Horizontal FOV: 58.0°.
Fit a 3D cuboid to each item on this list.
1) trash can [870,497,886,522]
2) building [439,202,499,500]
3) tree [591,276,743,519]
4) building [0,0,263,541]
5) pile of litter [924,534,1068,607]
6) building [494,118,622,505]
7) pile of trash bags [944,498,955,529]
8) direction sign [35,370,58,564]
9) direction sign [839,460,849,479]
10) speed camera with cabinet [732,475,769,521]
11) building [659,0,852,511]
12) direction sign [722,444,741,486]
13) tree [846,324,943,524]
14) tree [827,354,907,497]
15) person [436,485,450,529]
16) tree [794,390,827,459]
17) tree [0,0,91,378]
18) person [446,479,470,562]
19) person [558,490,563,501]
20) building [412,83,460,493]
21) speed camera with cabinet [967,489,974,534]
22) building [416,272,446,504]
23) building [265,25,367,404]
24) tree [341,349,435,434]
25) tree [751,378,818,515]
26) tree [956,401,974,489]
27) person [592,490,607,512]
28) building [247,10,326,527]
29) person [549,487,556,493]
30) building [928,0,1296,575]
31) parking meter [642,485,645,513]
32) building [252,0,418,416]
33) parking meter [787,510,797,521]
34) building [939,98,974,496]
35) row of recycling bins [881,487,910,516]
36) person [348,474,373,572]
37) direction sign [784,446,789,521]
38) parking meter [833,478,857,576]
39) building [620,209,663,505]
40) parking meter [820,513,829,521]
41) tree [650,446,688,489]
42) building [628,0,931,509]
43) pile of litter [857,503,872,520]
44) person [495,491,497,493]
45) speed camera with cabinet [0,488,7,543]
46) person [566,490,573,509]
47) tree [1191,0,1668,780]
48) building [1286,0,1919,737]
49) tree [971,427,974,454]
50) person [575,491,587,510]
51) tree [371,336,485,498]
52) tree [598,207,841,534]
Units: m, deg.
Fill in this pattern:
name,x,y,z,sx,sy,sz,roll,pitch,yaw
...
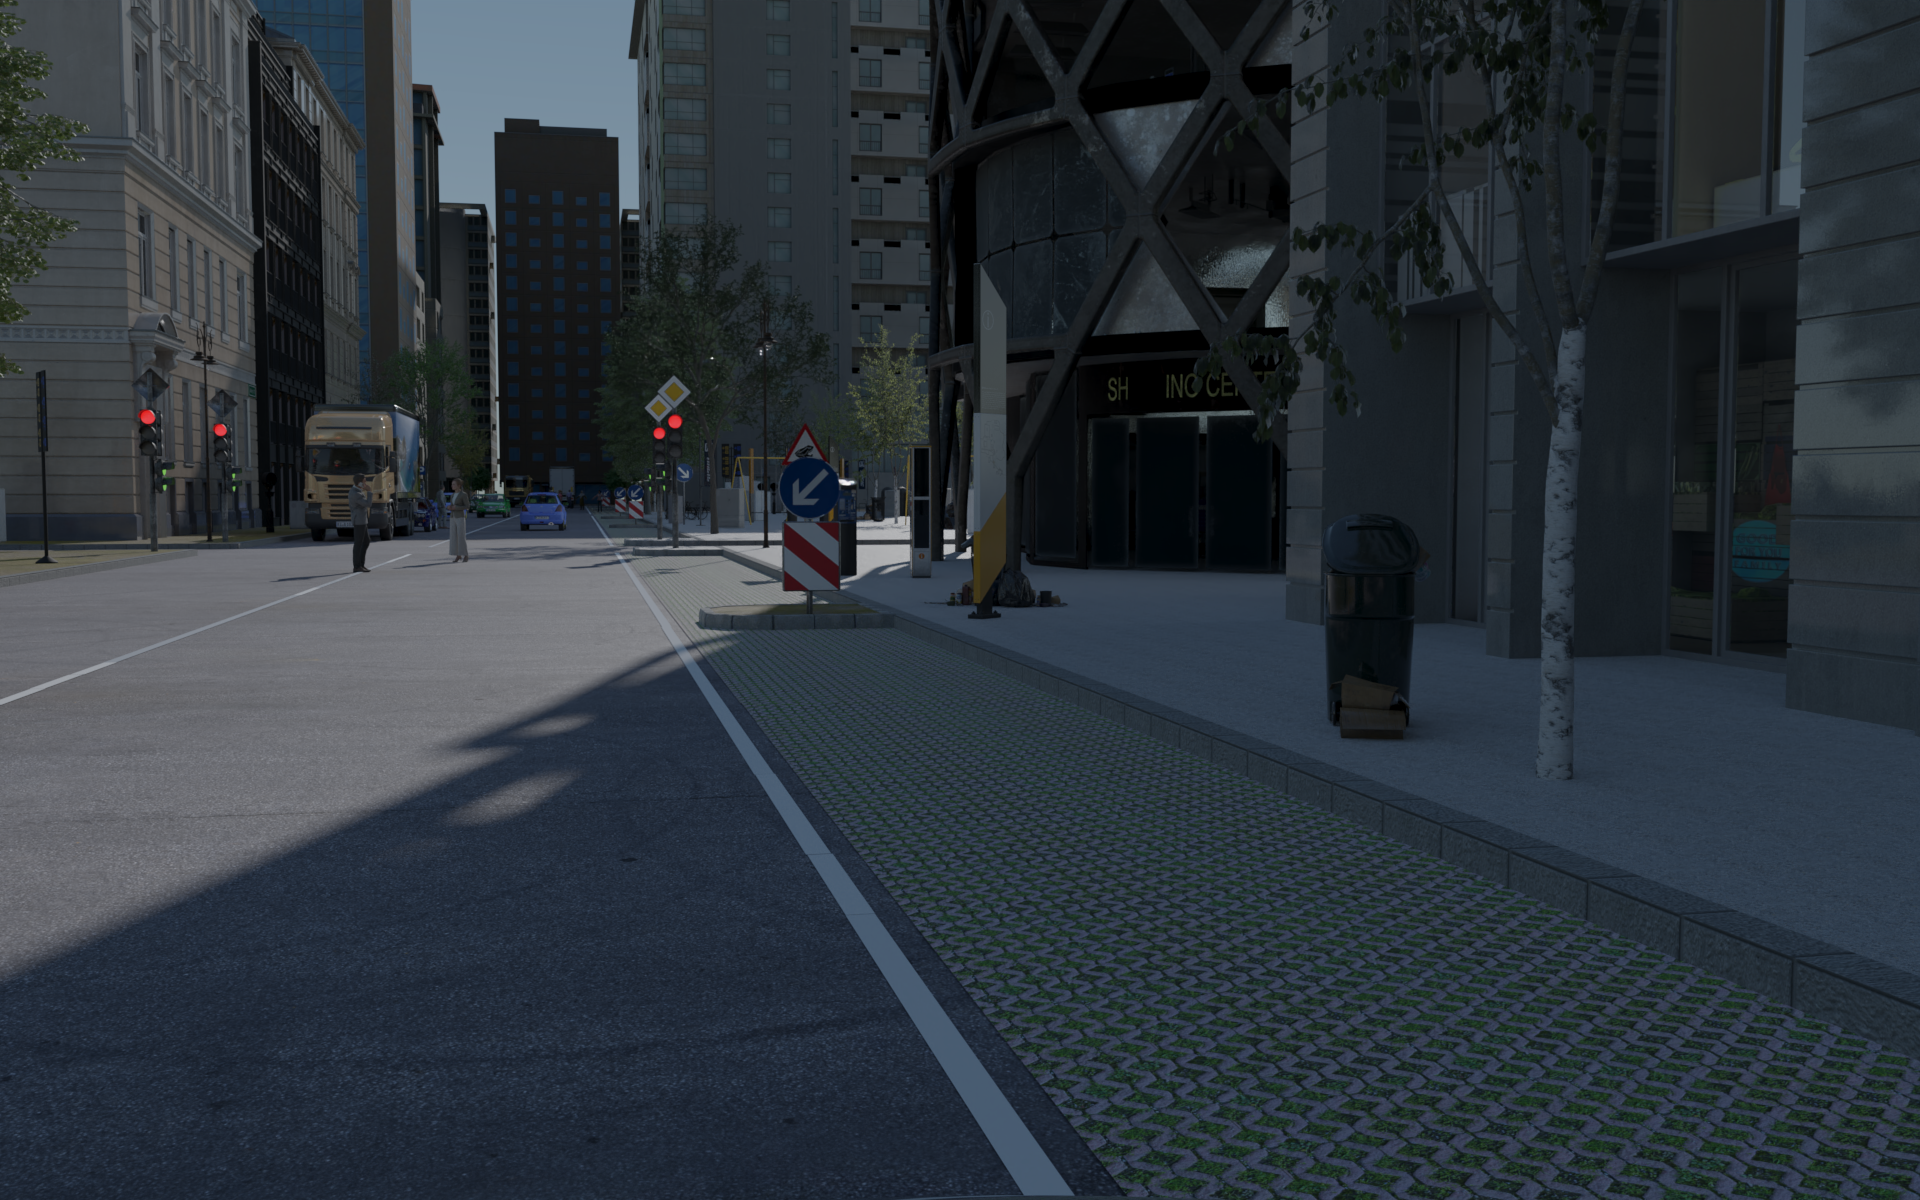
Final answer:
name,x,y,z,sx,sy,sz,roll,pitch,yaw
trash can,-3.806,-4.220,80.653,0.748,1.137,0.748,0,3,0
building,-70.218,-32.038,215.710,23.993,40.220,32.217,-1,4,-12
tree,-14.613,-10.467,89.265,7.486,12.596,7.792,0,3,0
building,-30.908,-16.467,55.136,13.634,28.700,20.117,-1,4,-12
pile of litter,0.411,-0.376,20.109,1.719,0.858,1.176,3,5,43
building,-48.663,-34.283,210.632,14.200,45.320,14.600,-1,4,-12
pile of trash bags,0.756,-3.341,64.374,3.447,1.369,1.912,-1,4,-16
direction sign,-16.934,-2.447,32.006,0.379,3.537,0.876,-3,4,-37
direction sign,-7.843,-7.644,116.980,0.876,3.537,0.379,3,4,38
speed camera with cabinet,-10.125,-5.420,82.958,0.660,3.252,2.038,-3,5,-39
building,-16.286,-27.621,135.199,14.154,41.232,14.086,-1,4,-12
direction sign,-10.280,-5.258,77.973,0.876,3.537,0.379,0,4,-1
tree,-2.784,-7.589,74.447,4.360,8.622,3.978,0,3,0
tree,-4.531,-8.630,91.466,4.737,8.622,4.395,0,3,0
person,-21.457,-3.860,71.707,0.635,1.810,0.391,3,5,44
tree,-9.348,-10.378,120.049,4.737,8.622,4.395,0,3,0
tree,-15.627,-6.429,23.240,7.486,12.596,7.792,0,3,0
person,-10.602,-1.678,36.477,0.519,1.759,0.362,2,4,32
person,-29.139,-7.126,125.734,0.721,1.743,1.217,1,4,11
building,-66.449,-31.988,177.632,28.867,44.769,22.147,-1,4,-12
speed camera with cabinet,0.740,-3.823,56.836,0.660,3.252,2.038,1,4,14
building,-58.472,-18.317,144.519,27.650,21.520,28.899,-1,4,-12
building,-39.545,-18.062,92.572,12.463,27.353,25.104,-1,4,-12
tree,-29.117,-8.413,87.908,4.360,8.622,3.978,0,3,0
tree,-10.476,-9.362,103.436,4.360,8.622,3.978,0,3,0
tree,0.882,-8.114,83.023,4.360,8.622,3.978,0,3,0
person,-28.500,-7.807,136.861,1.217,1.736,0.721,0,4,7
building,-34.425,-14.876,72.898,12.332,23.373,15.834,-1,4,-12
person,-26.390,-6.374,112.082,0.474,1.900,0.648,3,4,38
building,7.561,-10.147,33.360,16.820,18.784,16.811,-1,4,-12
parking meter,-20.860,-6.666,114.696,0.399,1.863,0.255,-3,5,-44
building,-46.947,-28.994,124.158,14.600,45.320,14.200,-1,4,-12
parking meter,-6.165,-3.376,63.608,0.372,1.533,0.369,0,3,0
building,-13.962,-34.743,157.291,28.713,52.752,27.495,-1,4,-12
row of recycling bins,-2.940,-5.735,100.879,3.534,1.692,1.069,1,4,18
person,-10.970,-1.410,31.736,0.473,1.802,0.592,-1,4,-12
direction sign,-8.112,-5.472,81.458,0.379,3.537,0.876,0,4,5
parking meter,-1.811,-1.156,27.305,0.372,1.533,0.369,0,3,0
building,-32.062,-32.555,224.154,23.993,40.220,32.217,-1,4,-12
parking meter,-6.006,-4.371,77.177,0.399,1.863,0.255,-3,5,-43
tree,-20.412,-10.286,118.546,4.737,8.622,4.395,0,3,0
building,-19.984,-36.381,184.068,28.713,52.752,27.495,-1,4,-12
pile of litter,-4.679,-4.414,86.126,1.176,0.858,1.719,-1,4,-15
person,-42.225,-9.060,157.341,0.721,1.736,1.217,-2,4,-35
speed camera with cabinet,-25.533,-3.108,45.145,0.660,3.252,2.038,-1,4,-13
person,-38.152,-9.853,169.471,0.709,1.838,0.599,1,4,15
tree,2.631,-3.513,7.808,4.360,8.622,3.978,0,3,0
building,11.759,-13.831,3.625,11.434,29.767,29.804,-1,4,-12
tree,2.374,-9.792,110.458,4.737,8.622,4.395,0,3,0
person,-33.661,-8.853,153.969,1.217,1.736,0.721,2,4,25
tree,-35.099,-11.496,113.718,9.928,11.665,9.643,0,3,0
tree,-7.832,-7.420,55.737,8.767,10.594,7.601,0,4,6
